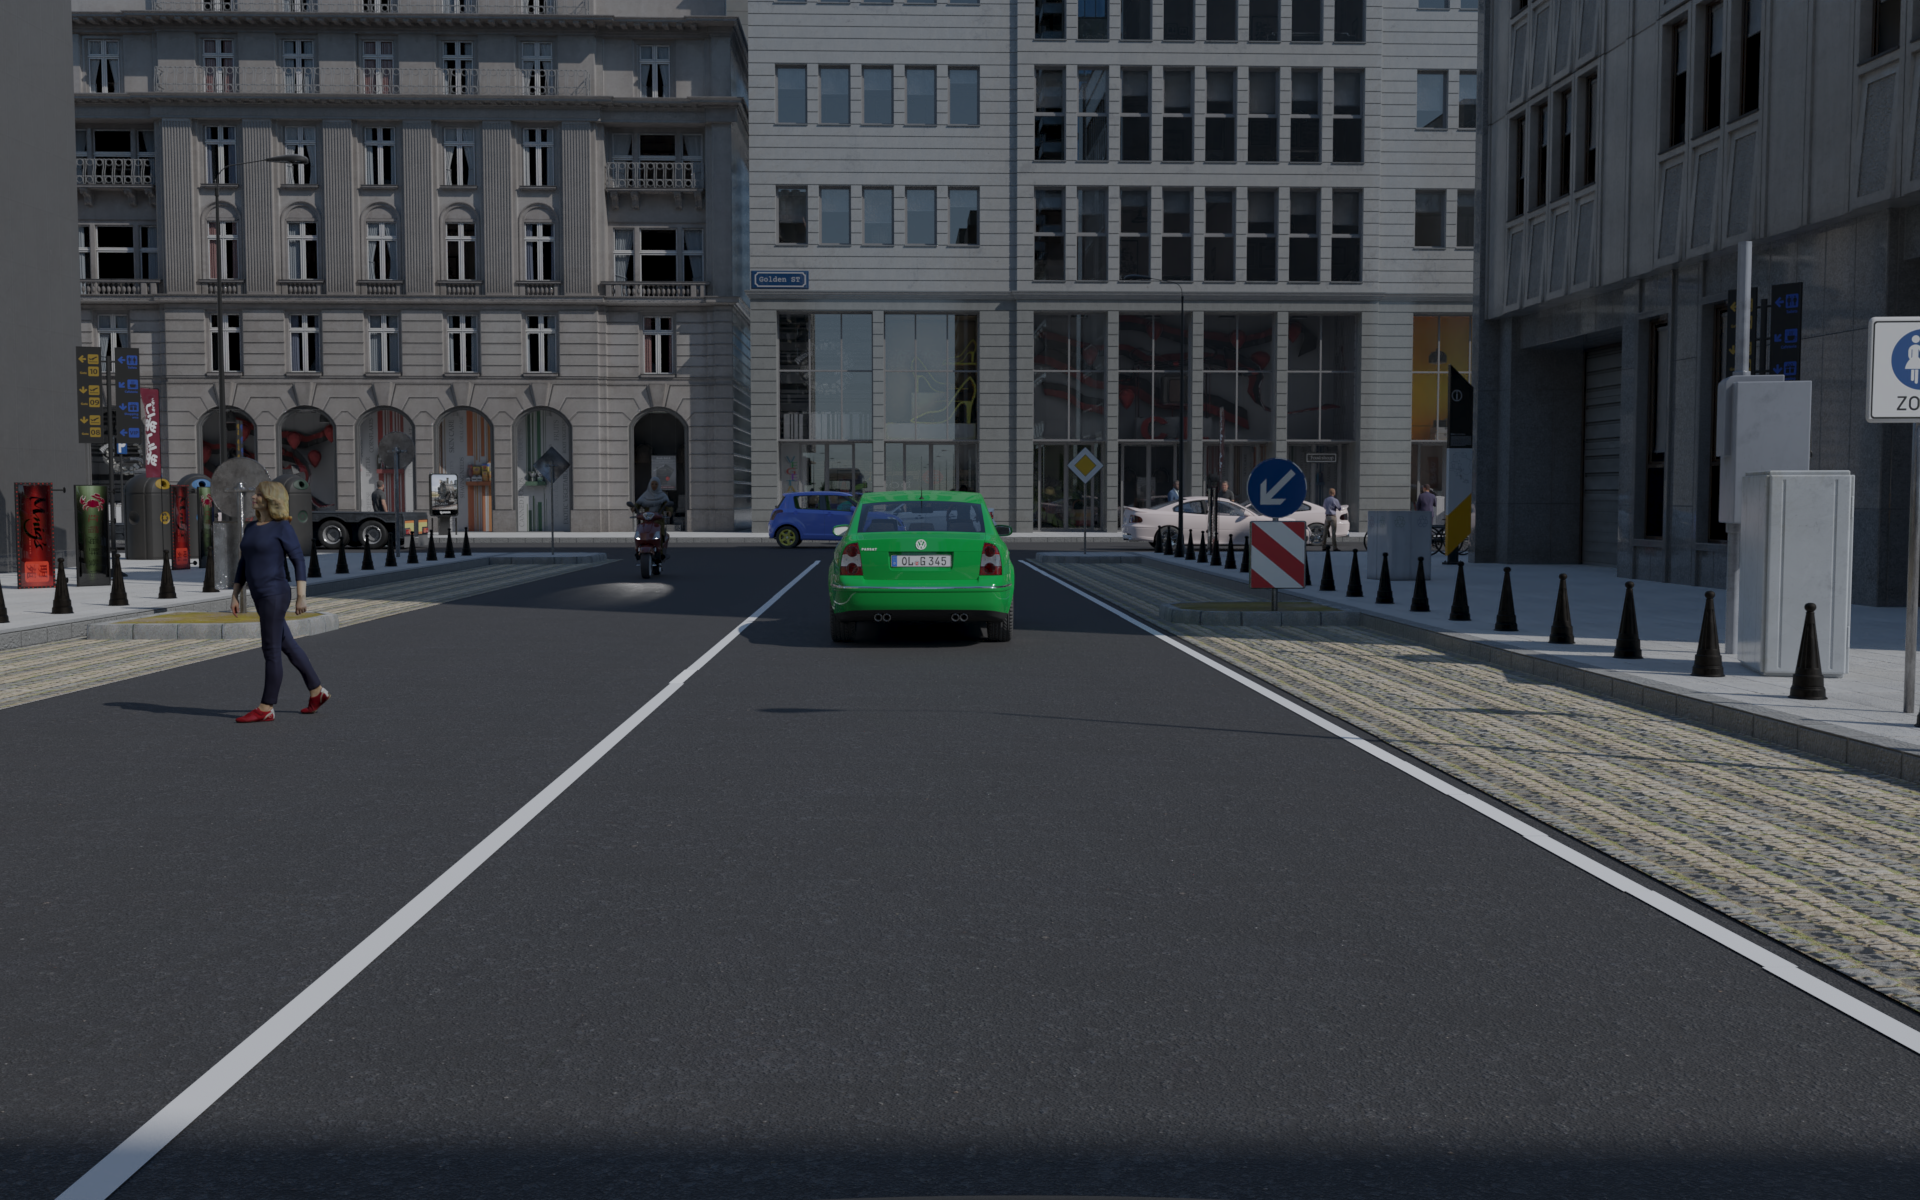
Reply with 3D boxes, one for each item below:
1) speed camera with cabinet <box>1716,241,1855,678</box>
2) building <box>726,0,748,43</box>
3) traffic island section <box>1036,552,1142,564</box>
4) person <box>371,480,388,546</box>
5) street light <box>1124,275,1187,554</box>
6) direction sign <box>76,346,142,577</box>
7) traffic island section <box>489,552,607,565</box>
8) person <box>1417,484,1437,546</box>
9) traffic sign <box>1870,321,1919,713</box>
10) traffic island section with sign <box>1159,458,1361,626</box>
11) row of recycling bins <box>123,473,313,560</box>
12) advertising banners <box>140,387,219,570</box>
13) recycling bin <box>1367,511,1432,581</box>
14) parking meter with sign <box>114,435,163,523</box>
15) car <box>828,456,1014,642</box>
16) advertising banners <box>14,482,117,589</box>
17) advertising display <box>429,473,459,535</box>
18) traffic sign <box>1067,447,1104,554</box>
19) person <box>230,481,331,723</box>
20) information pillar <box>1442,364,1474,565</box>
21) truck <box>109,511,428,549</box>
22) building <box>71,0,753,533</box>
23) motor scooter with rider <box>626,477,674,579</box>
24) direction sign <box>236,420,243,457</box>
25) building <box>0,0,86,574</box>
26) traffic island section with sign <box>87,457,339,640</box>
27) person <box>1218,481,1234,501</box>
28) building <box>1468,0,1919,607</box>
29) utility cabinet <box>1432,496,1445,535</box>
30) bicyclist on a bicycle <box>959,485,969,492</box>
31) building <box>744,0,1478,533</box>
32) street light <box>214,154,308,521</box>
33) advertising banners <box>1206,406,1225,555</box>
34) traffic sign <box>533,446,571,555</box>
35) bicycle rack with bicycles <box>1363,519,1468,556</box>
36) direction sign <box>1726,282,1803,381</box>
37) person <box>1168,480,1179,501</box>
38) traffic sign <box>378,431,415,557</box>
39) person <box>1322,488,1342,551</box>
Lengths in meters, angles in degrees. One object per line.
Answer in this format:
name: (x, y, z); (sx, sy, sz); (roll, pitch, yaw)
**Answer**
speed camera with cabinet: (6.159, -1.139, 12.962); (0.660, 3.252, 2.038); (1, 4, 15)
building: (-30.420, -45.331, 179.419); (20.611, 71.187, 20.563); (0, 4, -2)
traffic island section: (2.682, -0.895, 36.913); (2.009, 0.180, 2.903); (0, 4, -2)
person: (-15.943, -2.394, 47.762); (0.434, 1.807, 0.598); (-3, 5, -42)
street light: (4.174, -3.933, 36.841); (1.470, 5.913, 1.316); (0, 4, -2)
direction sign: (-13.121, -2.127, 26.767); (0.876, 3.537, 0.379); (-1, 4, -22)
traffic island section: (-8.602, -0.870, 36.506); (2.009, 0.180, 2.903); (0, 4, -2)
person: (12.915, -2.356, 47.941); (0.541, 1.710, 0.530); (1, 4, 18)
traffic sign: (5.563, -0.487, 10.085); (0.606, 2.300, 0.079); (0, 4, 5)
traffic island section with sign: (3.315, -0.672, 19.622); (1.989, 1.847, 2.006); (0, 4, -2)
row of recycling bins: (-14.889, -1.695, 34.825); (3.534, 1.692, 1.069); (-3, 5, -39)
advertising banners: (-13.187, -2.024, 29.276); (0.090, 3.025, 2.074); (1, 4, 9)
recycling bin: (6.580, -0.820, 25.955); (0.722, 1.027, 0.722); (-1, 4, -14)
parking meter with sign: (-24.119, -3.378, 51.486); (1.738, 3.016, 0.543); (0, 4, 4)
car: (-0.396, -0.574, 18.174); (1.959, 1.807, 4.718); (0, 4, -1)
advertising banners: (-12.517, -1.667, 23.450); (0.090, 3.025, 2.074); (3, 5, 41)
advertising display: (-16.083, -2.982, 53.965); (0.123, 1.923, 0.974); (3, 5, 40)
traffic sign: (2.659, -2.030, 36.835); (0.795, 2.450, 0.064); (0, 4, -2)
person: (-4.336, 0.000, 11.047); (0.480, 1.512, 0.613); (1, 4, 16)
information pillar: (9.037, -2.449, 31.388); (0.504, 3.616, 0.183); (-1, 4, -14)
truck: (-23.694, -3.386, 45.116); (18.799, 4.110, 2.967); (0, 4, -3)
building: (-19.314, -13.519, 62.843); (24.055, 21.916, 13.314); (0, 4, -2)
motor scooter with rider: (-5.380, -1.288, 30.026); (0.876, 1.779, 1.986); (0, 4, -3)
direction sign: (-22.138, -3.748, 53.284); (0.379, 3.537, 0.876); (-1, 4, -12)
building: (-27.263, -14.112, 24.235); (24.014, 27.812, 14.314); (0, 4, -2)
traffic island section with sign: (-7.585, -0.566, 17.888); (1.989, 1.847, 2.006); (0, 4, -2)
person: (7.588, -2.526, 49.921); (0.434, 1.807, 0.598); (-3, 4, -36)
building: (15.902, -12.480, 22.065); (12.078, 24.808, 19.932); (0, 4, -2)
utility cabinet: (14.869, -2.653, 54.540); (0.306, 1.237, 1.020); (-1, 4, -14)
bicyclist on a bicycle: (0.063, -1.437, 33.510); (1.499, 1.676, 1.625); (0, 4, -1)
building: (7.651, -17.409, 62.127); (29.804, 29.767, 11.434); (0, 4, -2)
street light: (-9.608, -3.136, 23.813); (1.470, 5.913, 1.316); (0, 4, -2)
advertising banners: (5.251, -2.412, 35.617); (0.090, 3.025, 2.074); (0, 4, 0)
traffic sign: (-8.579, -2.006, 36.445); (0.795, 2.450, 0.064); (0, 4, -2)
bicycle rack with bicycles: (10.090, -1.421, 36.614); (2.925, 0.926, 2.852); (1, 4, 16)
direction sign: (8.751, -1.648, 18.940); (0.379, 3.537, 0.876); (-2, 4, -31)
person: (5.753, -2.296, 46.226); (0.419, 1.800, 0.721); (2, 4, 25)
traffic sign: (-11.435, -2.144, 35.166); (0.768, 2.556, 0.104); (0, 4, 3)
person: (9.351, -2.023, 43.644); (0.319, 1.574, 0.516); (-3, 5, -41)
